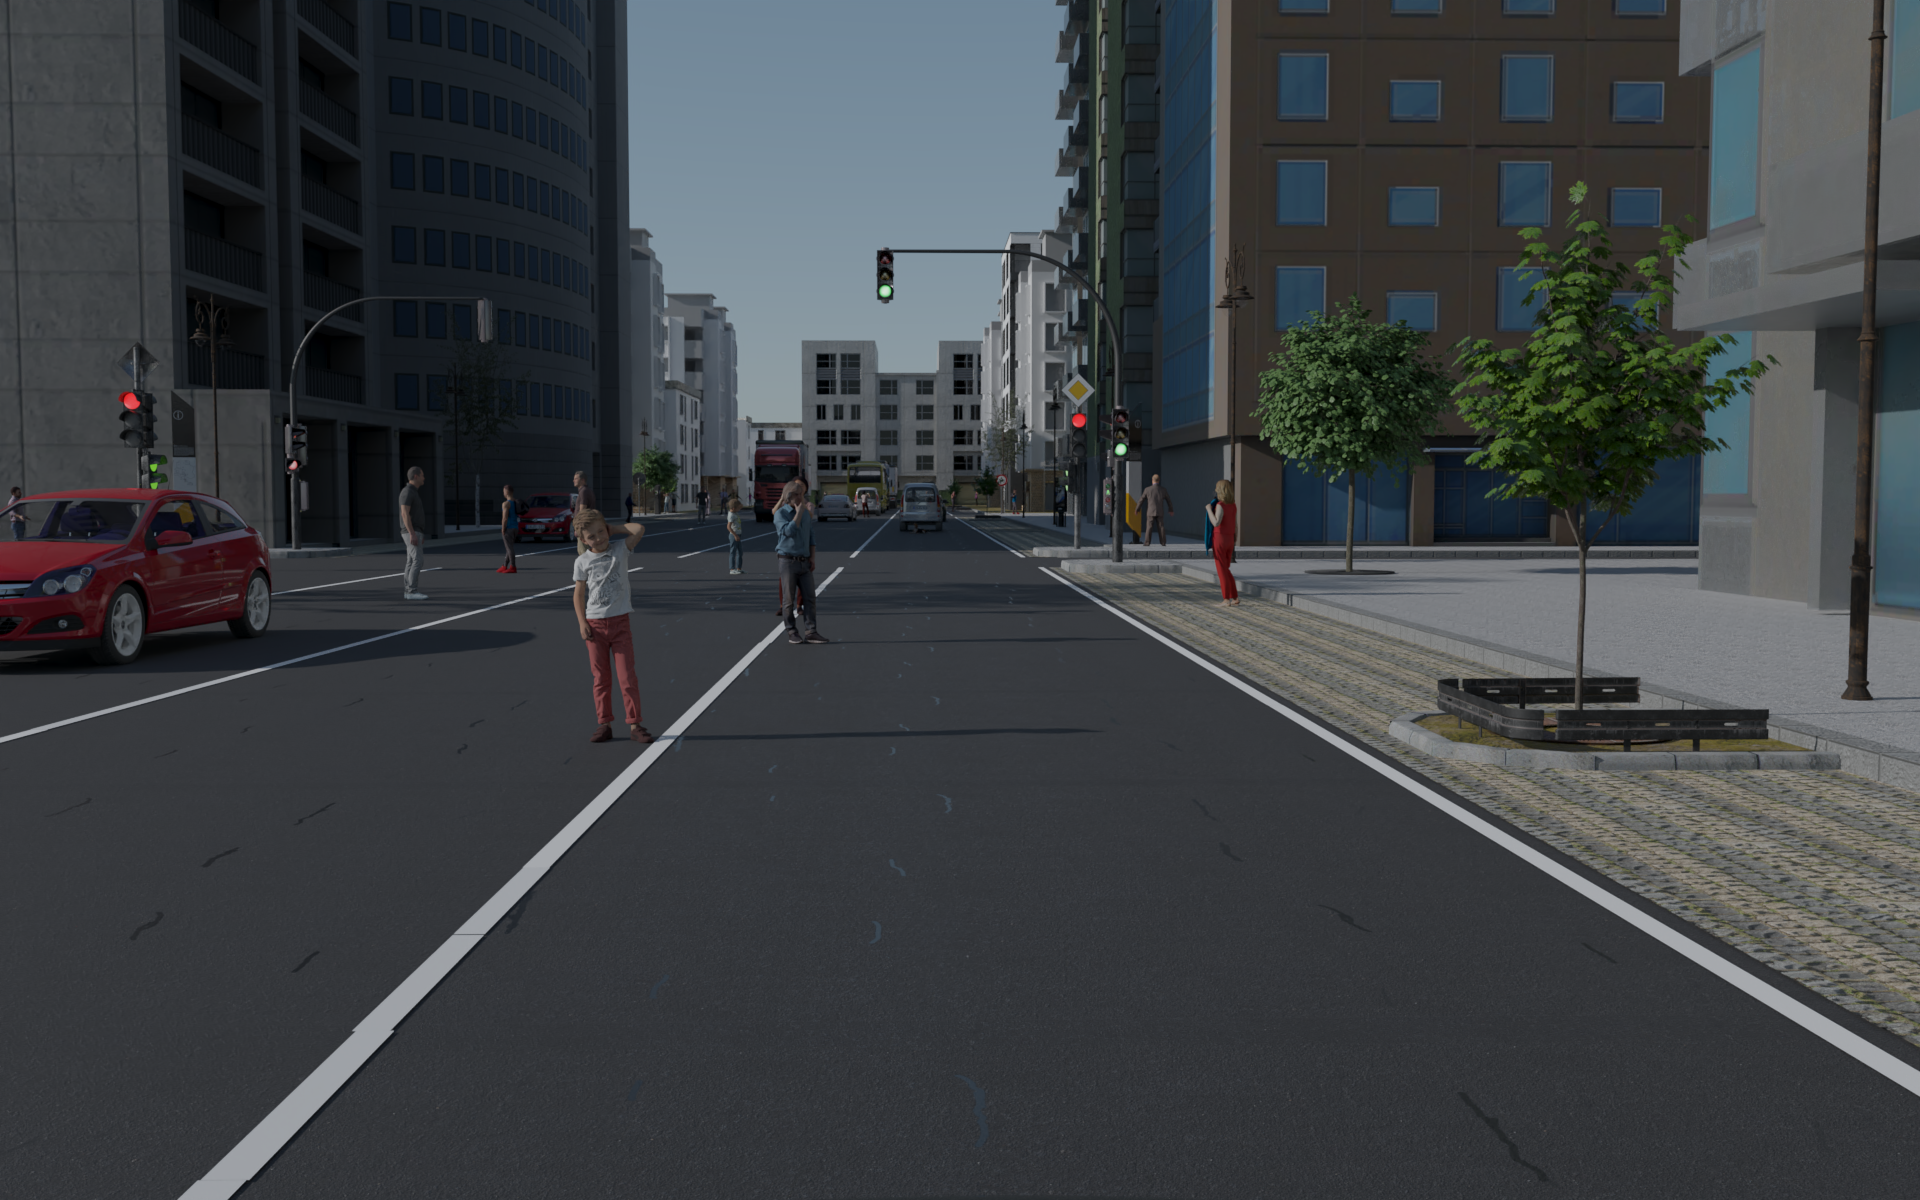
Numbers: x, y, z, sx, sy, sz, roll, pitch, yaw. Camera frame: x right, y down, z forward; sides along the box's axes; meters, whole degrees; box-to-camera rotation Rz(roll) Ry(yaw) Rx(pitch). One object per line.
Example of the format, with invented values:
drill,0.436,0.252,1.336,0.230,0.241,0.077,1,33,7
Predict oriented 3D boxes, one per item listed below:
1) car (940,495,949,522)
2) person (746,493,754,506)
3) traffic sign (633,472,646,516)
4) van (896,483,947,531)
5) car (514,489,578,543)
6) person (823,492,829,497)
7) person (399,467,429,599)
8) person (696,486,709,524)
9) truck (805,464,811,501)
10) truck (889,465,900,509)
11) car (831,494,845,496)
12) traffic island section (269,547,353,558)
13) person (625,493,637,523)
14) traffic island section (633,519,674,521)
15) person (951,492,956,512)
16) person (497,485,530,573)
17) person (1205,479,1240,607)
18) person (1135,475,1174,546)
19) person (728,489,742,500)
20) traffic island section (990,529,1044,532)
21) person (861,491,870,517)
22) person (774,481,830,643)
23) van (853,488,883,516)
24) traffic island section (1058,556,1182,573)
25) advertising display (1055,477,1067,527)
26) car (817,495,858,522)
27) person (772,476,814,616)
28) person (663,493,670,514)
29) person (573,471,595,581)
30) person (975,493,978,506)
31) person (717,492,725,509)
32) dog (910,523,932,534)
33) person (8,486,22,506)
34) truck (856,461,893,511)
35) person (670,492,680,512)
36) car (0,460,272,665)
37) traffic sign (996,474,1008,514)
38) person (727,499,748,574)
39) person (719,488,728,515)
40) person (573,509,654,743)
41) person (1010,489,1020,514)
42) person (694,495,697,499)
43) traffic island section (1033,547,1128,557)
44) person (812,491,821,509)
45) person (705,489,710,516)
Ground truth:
car,-1.587,-4.987,91.317,2.009,1.686,4.222,0,3,0
person,-21.715,-10.382,179.010,0.991,1.433,0.599,-2,4,-32
traffic sign,-18.568,-6.126,100.268,0.768,2.556,0.104,0,4,0
van,-1.519,-3.745,68.241,2.013,2.044,4.112,0,3,0
car,-12.342,-2.652,52.394,2.155,1.783,4.494,0,4,-1
person,-14.281,-10.744,184.964,0.445,1.727,0.742,3,4,39
person,-7.457,-0.924,23.735,0.434,1.807,0.598,0,4,1
person,-12.310,-4.531,82.704,0.598,1.807,0.434,0,4,-8
truck,-15.031,-10.206,155.779,2.839,4.237,11.283,0,4,-1
truck,-7.513,-11.235,172.603,2.839,4.237,11.283,0,4,-1
car,-11.924,-9.778,168.906,2.155,1.783,4.494,0,4,0
traffic island section,-15.349,-1.086,40.044,2.009,0.180,2.903,0,4,-1
person,-16.107,-4.503,84.825,0.600,1.496,0.574,-1,4,-13
traffic island section,-16.363,-4.271,92.690,1.991,0.108,1.994,0,4,-1
person,-0.495,-7.968,140.245,0.415,1.643,0.593,-1,4,-15
person,-8.152,-1.288,31.428,0.662,1.594,0.647,0,4,7
person,3.329,-0.719,21.952,0.593,1.614,0.444,-2,4,-25
person,4.769,-2.199,42.546,0.990,1.755,0.434,0,4,-5
person,-17.313,-7.577,132.470,1.348,1.812,0.705,-1,4,-20
traffic island section,2.131,-2.601,65.395,1.991,0.108,1.994,0,4,-1
person,-5.766,-5.874,105.996,0.566,1.644,0.517,-2,4,-26
person,-1.543,-0.361,16.611,0.499,1.552,0.429,-1,4,-19
van,-6.059,-6.522,113.641,2.013,2.044,4.112,0,4,-1
traffic island section,2.970,-0.626,32.516,2.009,0.180,2.903,0,4,-1
advertising display,3.930,-3.796,67.283,0.123,1.923,0.974,-1,4,-19
car,-6.497,-4.851,91.683,2.083,1.381,4.827,0,4,1
person,-1.940,-0.643,20.468,0.517,1.644,0.566,3,4,37
person,-19.328,-6.359,113.924,0.340,1.345,0.435,2,4,24
person,-6.192,-1.210,28.408,0.434,1.807,0.598,1,4,12
person,1.764,-11.231,190.353,0.721,1.739,1.217,0,4,-6
person,-20.432,-8.543,148.904,0.628,1.438,0.799,1,4,21
dog,-1.435,-2.608,62.830,0.748,0.427,0.550,1,4,19
person,-19.214,-1.522,35.348,0.435,1.587,0.963,-2,4,-26
truck,-7.478,-9.909,150.920,2.839,4.237,11.283,0,3,0
person,-20.129,-7.059,122.247,0.721,1.735,1.217,1,4,20
car,-7.879,-0.415,15.831,2.155,1.783,4.494,0,3,0
traffic sign,2.663,-6.778,110.931,0.768,2.556,0.104,0,4,3
person,-3.988,-1.141,31.072,0.340,1.345,0.435,0,4,-3
person,-16.479,-6.861,120.538,0.709,1.838,0.599,0,4,5
person,-2.007,0.146,10.019,0.435,1.345,0.340,-1,4,-15
person,3.480,-6.203,109.325,0.662,1.594,0.647,0,4,-5
person,-20.013,-7.773,133.959,1.217,1.723,0.721,1,4,22
traffic island section,2.767,-1.114,40.498,2.009,0.180,2.903,0,4,-1
person,-13.734,-9.550,165.369,0.721,1.735,1.217,3,5,41
person,-16.694,-6.423,114.177,0.551,1.740,0.621,0,4,8
